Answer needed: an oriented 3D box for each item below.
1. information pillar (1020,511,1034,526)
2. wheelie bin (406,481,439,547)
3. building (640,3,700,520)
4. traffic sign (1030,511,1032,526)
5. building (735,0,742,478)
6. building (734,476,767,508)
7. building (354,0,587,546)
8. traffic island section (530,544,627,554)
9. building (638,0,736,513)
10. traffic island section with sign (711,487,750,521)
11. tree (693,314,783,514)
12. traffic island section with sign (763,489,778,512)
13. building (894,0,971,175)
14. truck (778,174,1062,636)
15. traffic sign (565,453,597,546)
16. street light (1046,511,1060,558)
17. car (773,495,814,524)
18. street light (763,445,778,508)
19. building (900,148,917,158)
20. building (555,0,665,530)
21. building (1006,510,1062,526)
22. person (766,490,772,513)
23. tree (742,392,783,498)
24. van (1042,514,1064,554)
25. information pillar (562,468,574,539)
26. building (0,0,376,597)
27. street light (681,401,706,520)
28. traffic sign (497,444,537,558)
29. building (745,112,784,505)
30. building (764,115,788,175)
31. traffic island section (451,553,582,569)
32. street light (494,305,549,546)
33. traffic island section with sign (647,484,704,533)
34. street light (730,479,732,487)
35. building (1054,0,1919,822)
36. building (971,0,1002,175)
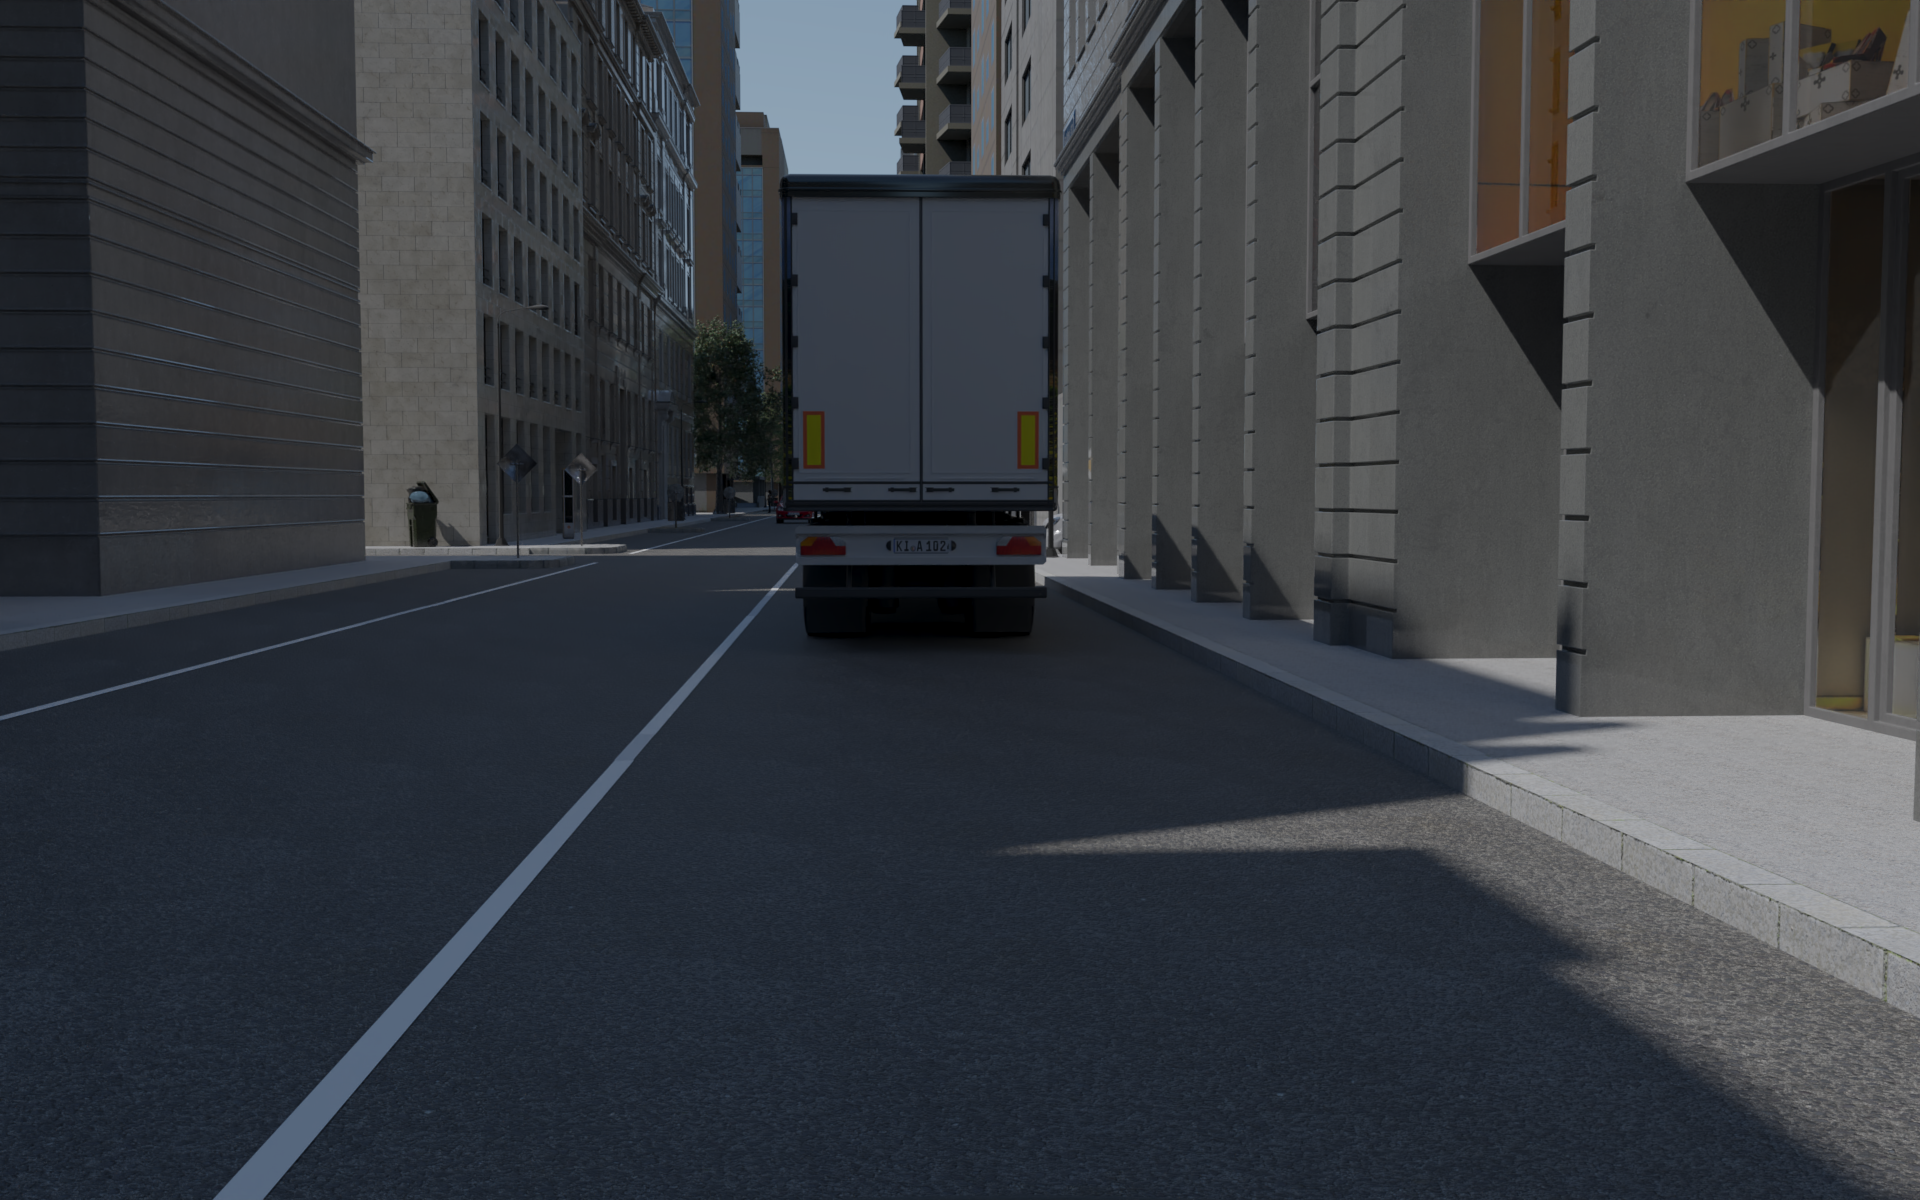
[{"bbox_3d":[1.636,-2.317,42.369,0.304,2.012,0.304,1,4,16],"label":"information pillar"},{"bbox_3d":[-13.014,-2.079,41.892,0.693,1.594,0.980,-2,4,-32],"label":"wheelie bin"},{"bbox_3d":[-21.544,-18.812,93.483,13.634,28.700,20.117,0,4,-3],"label":"building"},{"bbox_3d":[1.437,-1.929,35.175,0.795,2.450,0.064,0,4,-3],"label":"traffic sign"},{"bbox_3d":[-32.323,-33.906,143.605,28.713,52.752,27.495,0,4,-3],"label":"building"},{"bbox_3d":[-35.629,-29.230,169.790,32.217,40.220,23.993,0,4,-3],"label":"building"},{"bbox_3d":[-17.492,-11.949,50.115,10.420,20.320,16.860,0,4,-3],"label":"building"},{"bbox_3d":[-9.329,-1.245,42.630,2.009,0.180,2.903,0,4,-3],"label":"traffic island section"},{"bbox_3d":[-23.375,-28.954,123.508,14.600,45.320,14.200,0,4,-3],"label":"building"},{"bbox_3d":[-12.246,-5.124,92.405,1.989,1.847,2.006,0,4,-3],"label":"traffic island section with sign"},{"bbox_3d":[-15.377,-11.832,110.456,9.611,12.733,9.660,0,3,0],"label":"tree"},{"bbox_3d":[-15.133,-8.141,141.740,1.989,1.847,2.006,0,4,-3],"label":"traffic island section with sign"},{"bbox_3d":[7.253,-27.471,103.778,22.147,44.769,28.867,0,4,-3],"label":"building"},{"bbox_3d":[-0.527,-1.952,20.827,2.839,4.237,11.283,0,4,-2],"label":"truck"},{"bbox_3d":[-9.306,-2.381,42.569,0.795,2.450,0.064,0,4,-3],"label":"traffic sign"},{"bbox_3d":[1.297,-3.810,34.830,1.470,5.913,1.316,0,4,-3],"label":"street light"},{"bbox_3d":[-8.124,-4.684,85.625,2.155,1.783,4.494,0,4,-3],"label":"car"},{"bbox_3d":[-17.878,-11.693,163.715,1.470,5.913,1.316,0,4,-3],"label":"street light"},{"bbox_3d":[3.432,-36.651,218.846,23.786,49.044,30.456,0,4,-3],"label":"building"},{"bbox_3d":[-19.656,-16.744,71.028,12.463,27.353,25.104,0,4,-3],"label":"building"},{"bbox_3d":[12.206,-37.423,50.112,20.611,71.187,20.563,0,4,-3],"label":"building"},{"bbox_3d":[-14.359,-7.371,129.731,0.721,1.735,1.217,0,4,2],"label":"person"},{"bbox_3d":[-21.230,-16.791,192.655,7.486,12.596,7.792,0,3,0],"label":"tree"},{"bbox_3d":[3.802,-1.920,38.411,4.112,2.044,2.013,0,4,-2],"label":"van"},{"bbox_3d":[-11.229,-2.759,49.609,0.304,2.012,0.304,-1,4,-20],"label":"information pillar"},{"bbox_3d":[-22.642,-11.280,26.231,24.055,21.916,13.314,0,4,-3],"label":"building"},{"bbox_3d":[-13.287,-6.946,86.107,1.470,5.913,1.316,0,4,-3],"label":"street light"},{"bbox_3d":[-8.841,-1.893,34.598,0.795,2.450,0.064,0,4,-3],"label":"traffic sign"},{"bbox_3d":[-28.108,-34.056,206.919,14.600,45.320,14.200,0,4,-3],"label":"building"},{"bbox_3d":[-33.220,-36.741,224.420,21.300,48.544,21.600,0,4,-3],"label":"building"},{"bbox_3d":[-8.864,-0.757,34.658,2.009,0.180,2.903,0,4,-3],"label":"traffic island section"},{"bbox_3d":[-10.791,-4.290,42.678,1.470,5.913,1.316,0,4,-3],"label":"street light"},{"bbox_3d":[-10.659,-3.456,65.129,1.989,1.847,2.006,0,4,-3],"label":"traffic island section with sign"},{"bbox_3d":[-15.236,-8.971,119.211,1.470,5.913,1.316,0,4,-3],"label":"street light"},{"bbox_3d":[8.311,-14.835,20.042,11.434,29.767,29.804,0,4,-3],"label":"building"},{"bbox_3d":[7.821,-25.779,71.603,14.600,45.320,14.200,0,4,-3],"label":"building"}]
